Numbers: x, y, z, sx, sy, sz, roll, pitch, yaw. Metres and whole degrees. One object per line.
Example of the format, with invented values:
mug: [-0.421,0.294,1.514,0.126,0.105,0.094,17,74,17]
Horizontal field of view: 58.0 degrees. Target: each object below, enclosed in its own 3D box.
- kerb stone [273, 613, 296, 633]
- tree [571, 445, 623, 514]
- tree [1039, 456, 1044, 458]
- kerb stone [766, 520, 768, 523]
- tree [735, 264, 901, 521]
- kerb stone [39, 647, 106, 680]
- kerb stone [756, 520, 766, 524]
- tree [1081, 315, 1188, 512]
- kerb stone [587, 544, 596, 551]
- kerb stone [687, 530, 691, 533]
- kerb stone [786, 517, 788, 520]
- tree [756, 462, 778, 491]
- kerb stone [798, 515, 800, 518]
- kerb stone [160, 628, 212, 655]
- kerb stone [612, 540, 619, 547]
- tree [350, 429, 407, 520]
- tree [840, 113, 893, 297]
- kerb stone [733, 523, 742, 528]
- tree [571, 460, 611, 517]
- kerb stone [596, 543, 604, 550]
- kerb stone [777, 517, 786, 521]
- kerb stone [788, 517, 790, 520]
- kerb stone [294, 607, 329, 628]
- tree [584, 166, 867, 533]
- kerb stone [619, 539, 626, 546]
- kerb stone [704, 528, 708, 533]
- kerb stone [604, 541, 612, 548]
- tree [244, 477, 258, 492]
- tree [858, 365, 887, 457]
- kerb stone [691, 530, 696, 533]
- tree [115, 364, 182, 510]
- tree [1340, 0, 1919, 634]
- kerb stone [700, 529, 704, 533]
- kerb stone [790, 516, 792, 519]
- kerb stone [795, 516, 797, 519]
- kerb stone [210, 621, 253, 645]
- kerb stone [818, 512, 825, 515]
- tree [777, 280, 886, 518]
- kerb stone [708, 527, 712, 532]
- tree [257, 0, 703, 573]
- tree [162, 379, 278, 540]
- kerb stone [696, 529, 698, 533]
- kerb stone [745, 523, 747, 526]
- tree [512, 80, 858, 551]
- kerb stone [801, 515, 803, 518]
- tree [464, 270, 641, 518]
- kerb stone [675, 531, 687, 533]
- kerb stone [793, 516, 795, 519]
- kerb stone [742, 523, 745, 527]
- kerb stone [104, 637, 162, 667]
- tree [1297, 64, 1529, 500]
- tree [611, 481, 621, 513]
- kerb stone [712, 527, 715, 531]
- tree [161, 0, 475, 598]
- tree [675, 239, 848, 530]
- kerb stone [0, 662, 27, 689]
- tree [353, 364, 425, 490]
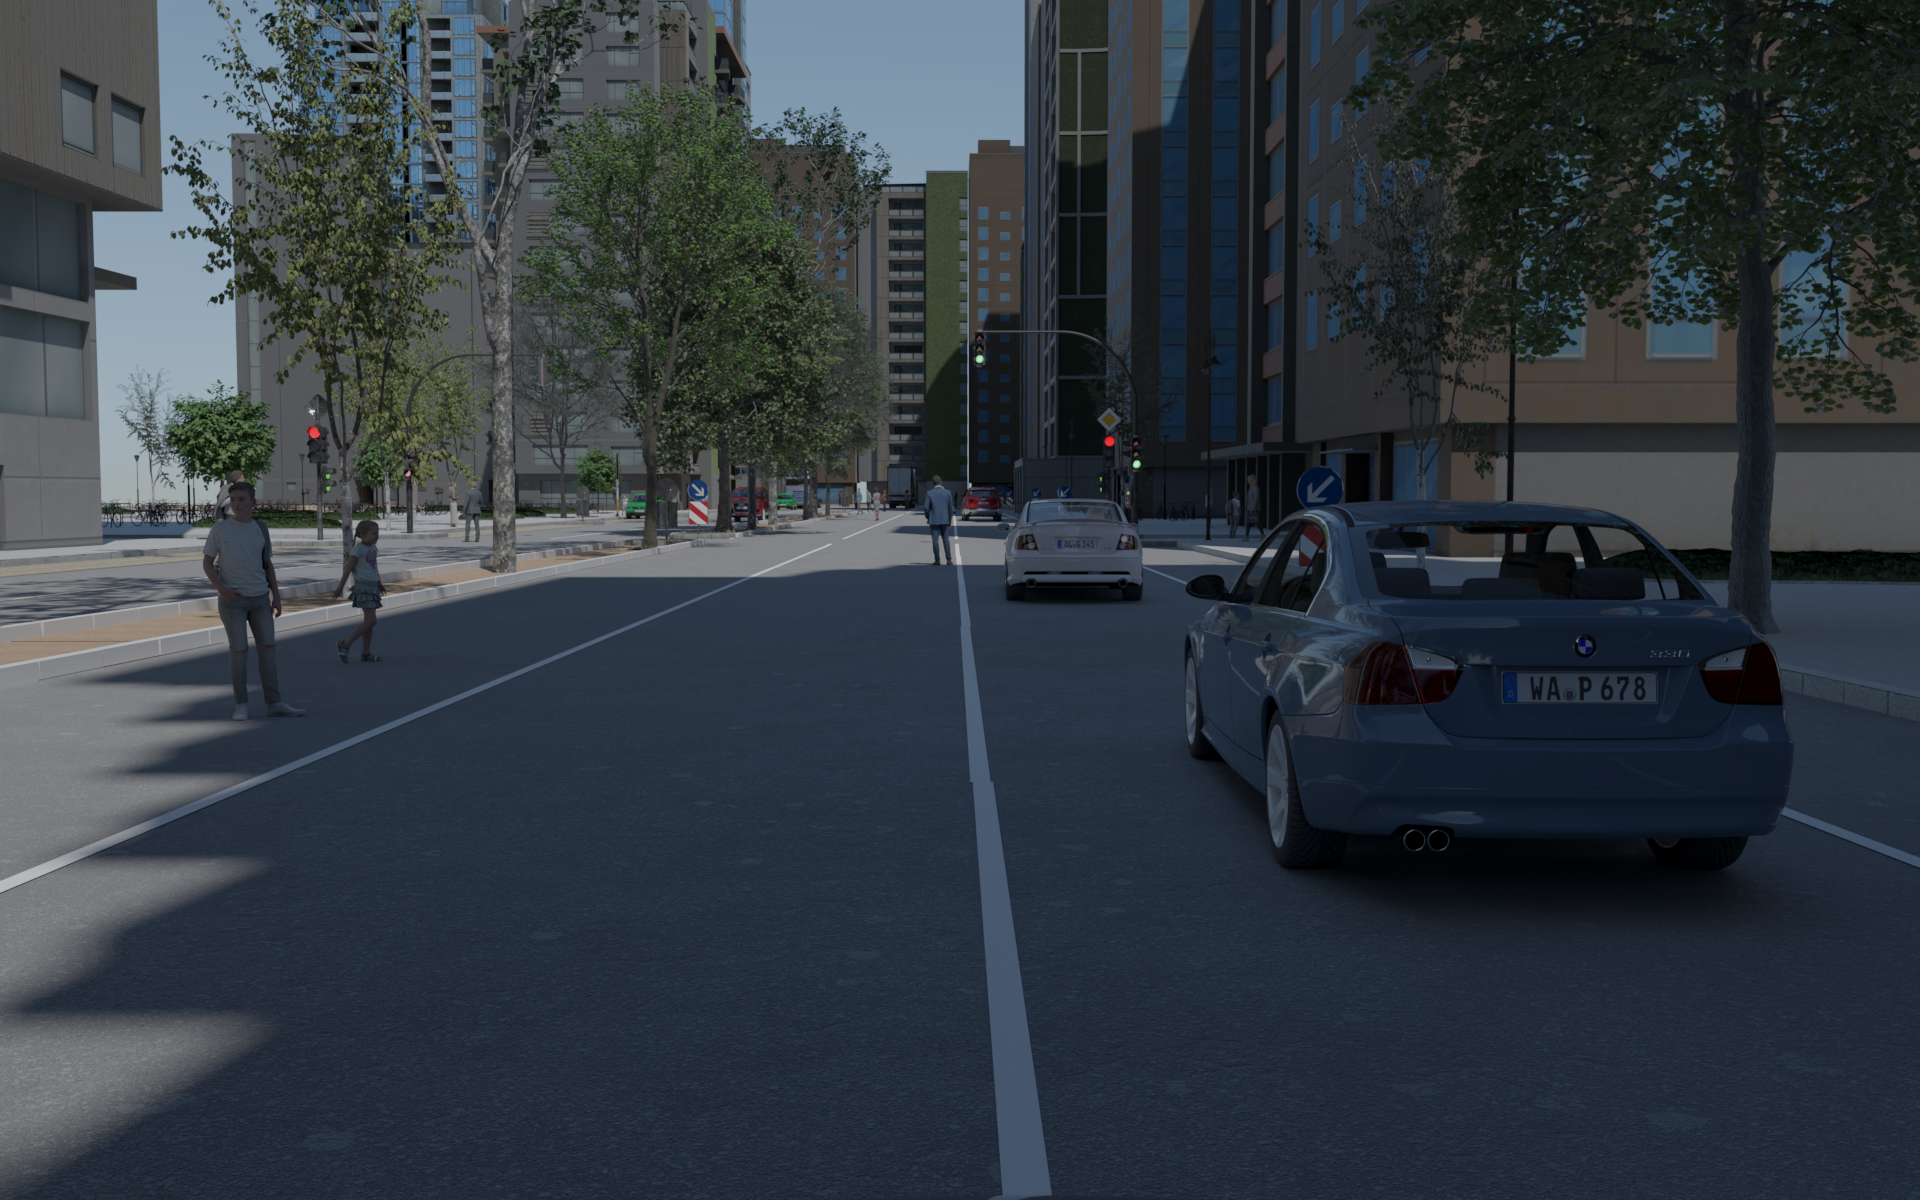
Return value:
kerb stone: [-7.140,0.264,17.884,0.120,0.150,1.000,0,4,0]
tree: [-23.736,-7.913,113.096,4.285,4.588,4.351,0,3,0]
tree: [6.652,-9.228,134.593,4.285,4.588,4.351,0,3,0]
kerb stone: [-9.554,-3.777,83.994,0.120,0.150,1.000,0,4,0]
tree: [-8.198,-10.950,91.863,12.009,13.543,11.850,0,3,0]
kerb stone: [-7.128,0.514,13.796,0.120,0.150,1.000,0,4,0]
kerb stone: [-9.549,-3.717,82.972,0.120,0.150,1.000,0,4,0]
tree: [6.956,-7.422,71.715,4.360,8.622,3.978,0,3,0]
kerb stone: [-9.363,-1.296,43.447,0.120,0.150,1.000,0,4,0]
kerb stone: [-9.442,-2.276,59.407,0.120,0.150,1.000,0,4,0]
kerb stone: [-9.600,-4.403,94.245,0.120,0.150,1.000,0,4,0]
tree: [-20.383,-14.094,180.794,4.360,8.622,3.978,0,3,0]
kerb stone: [-9.639,-4.845,101.407,0.120,0.150,1.000,0,4,0]
kerb stone: [-7.143,0.389,15.841,0.120,0.150,1.000,0,4,0]
kerb stone: [-9.378,-1.487,46.513,0.120,0.150,1.000,0,4,0]
tree: [-29.201,-6.360,87.693,4.285,4.588,4.351,0,3,0]
tree: [-9.758,-13.512,79.266,12.611,20.169,13.585,0,3,0]
kerb stone: [-9.510,-3.152,73.734,0.120,0.150,1.000,0,4,0]
tree: [-21.005,-6.337,98.216,1.663,3.219,1.824,0,3,0]
kerb stone: [-9.374,-1.361,44.469,0.120,0.150,1.000,0,4,0]
kerb stone: [-9.598,-4.344,93.222,0.120,0.150,1.000,0,4,0]
kerb stone: [-9.619,-4.469,95.267,0.120,0.150,1.000,0,4,0]
kerb stone: [-7.153,0.201,18.906,0.120,0.150,1.000,0,4,0]
tree: [-8.124,-8.561,59.433,9.611,12.733,9.660,0,3,0]
kerb stone: [-9.395,-1.550,47.535,0.120,0.150,1.000,0,4,0]
kerb stone: [-9.465,-2.526,63.502,0.120,0.150,1.000,0,4,0]
kerb stone: [-9.375,-1.425,45.491,0.120,0.150,1.000,0,4,0]
tree: [-47.807,-7.449,116.398,1.663,3.219,1.824,0,3,0]
tree: [-8.552,-11.296,112.905,9.928,11.665,9.643,0,3,0]
kerb stone: [-9.445,-2.338,60.429,0.120,0.150,1.000,0,4,0]
tree: [-45.960,-9.091,98.995,4.360,8.622,3.978,0,3,0]
tree: [6.936,-5.971,15.752,7.486,12.596,7.792,0,3,0]
kerb stone: [-9.458,-2.464,62.480,0.120,0.150,1.000,0,4,0]
kerb stone: [-9.614,-4.532,96.289,0.120,0.150,1.000,0,4,0]
kerb stone: [-9.627,-4.720,99.359,0.120,0.150,1.000,0,4,0]
kerb stone: [-7.147,0.326,16.862,0.120,0.150,1.000,0,4,0]
kerb stone: [-9.734,-6.098,121.897,0.120,0.150,1.000,0,4,0]
tree: [-8.788,-11.850,102.859,9.857,13.997,8.962,0,3,0]
kerb stone: [-9.463,-2.589,64.524,0.120,0.150,1.000,0,4,0]
tree: [-9.485,-10.601,31.675,12.611,20.169,13.585,0,3,0]
tree: [-21.047,-4.021,49.454,4.285,4.588,4.351,0,3,0]
kerb stone: [-9.446,-2.399,61.451,0.120,0.150,1.000,0,4,0]
kerb stone: [-9.516,-3.278,75.795,0.120,0.150,1.000,0,4,0]
tree: [-7.722,-7.038,43.291,9.928,11.665,9.643,0,3,0]
kerb stone: [-9.638,-4.970,103.453,0.120,0.150,1.000,0,4,0]
tree: [-21.226,-11.089,91.674,12.009,13.543,11.850,0,3,0]
kerb stone: [-9.438,-2.208,58.378,0.120,0.150,1.000,0,4,0]
kerb stone: [-9.627,-4.657,98.337,0.120,0.150,1.000,0,4,0]
kerb stone: [-9.511,-3.216,74.772,0.120,0.150,1.000,0,4,0]
kerb stone: [-7.143,0.451,14.819,0.120,0.150,1.000,0,4,0]
tree: [7.947,-4.856,29.753,4.360,8.622,3.978,0,3,0]
tree: [-23.766,-7.494,117.120,1.663,3.219,1.824,0,3,0]
kerb stone: [-9.472,-2.651,65.546,0.120,0.150,1.000,0,4,0]
tree: [-8.322,-4.305,23.208,4.737,8.622,4.395,0,3,0]
tree: [-8.333,-9.044,68.455,7.486,12.596,7.792,0,3,0]
kerb stone: [-7.118,0.576,12.774,0.120,0.150,1.000,0,4,0]
tree: [-30.677,-8.732,93.123,4.360,8.622,3.978,0,3,0]
